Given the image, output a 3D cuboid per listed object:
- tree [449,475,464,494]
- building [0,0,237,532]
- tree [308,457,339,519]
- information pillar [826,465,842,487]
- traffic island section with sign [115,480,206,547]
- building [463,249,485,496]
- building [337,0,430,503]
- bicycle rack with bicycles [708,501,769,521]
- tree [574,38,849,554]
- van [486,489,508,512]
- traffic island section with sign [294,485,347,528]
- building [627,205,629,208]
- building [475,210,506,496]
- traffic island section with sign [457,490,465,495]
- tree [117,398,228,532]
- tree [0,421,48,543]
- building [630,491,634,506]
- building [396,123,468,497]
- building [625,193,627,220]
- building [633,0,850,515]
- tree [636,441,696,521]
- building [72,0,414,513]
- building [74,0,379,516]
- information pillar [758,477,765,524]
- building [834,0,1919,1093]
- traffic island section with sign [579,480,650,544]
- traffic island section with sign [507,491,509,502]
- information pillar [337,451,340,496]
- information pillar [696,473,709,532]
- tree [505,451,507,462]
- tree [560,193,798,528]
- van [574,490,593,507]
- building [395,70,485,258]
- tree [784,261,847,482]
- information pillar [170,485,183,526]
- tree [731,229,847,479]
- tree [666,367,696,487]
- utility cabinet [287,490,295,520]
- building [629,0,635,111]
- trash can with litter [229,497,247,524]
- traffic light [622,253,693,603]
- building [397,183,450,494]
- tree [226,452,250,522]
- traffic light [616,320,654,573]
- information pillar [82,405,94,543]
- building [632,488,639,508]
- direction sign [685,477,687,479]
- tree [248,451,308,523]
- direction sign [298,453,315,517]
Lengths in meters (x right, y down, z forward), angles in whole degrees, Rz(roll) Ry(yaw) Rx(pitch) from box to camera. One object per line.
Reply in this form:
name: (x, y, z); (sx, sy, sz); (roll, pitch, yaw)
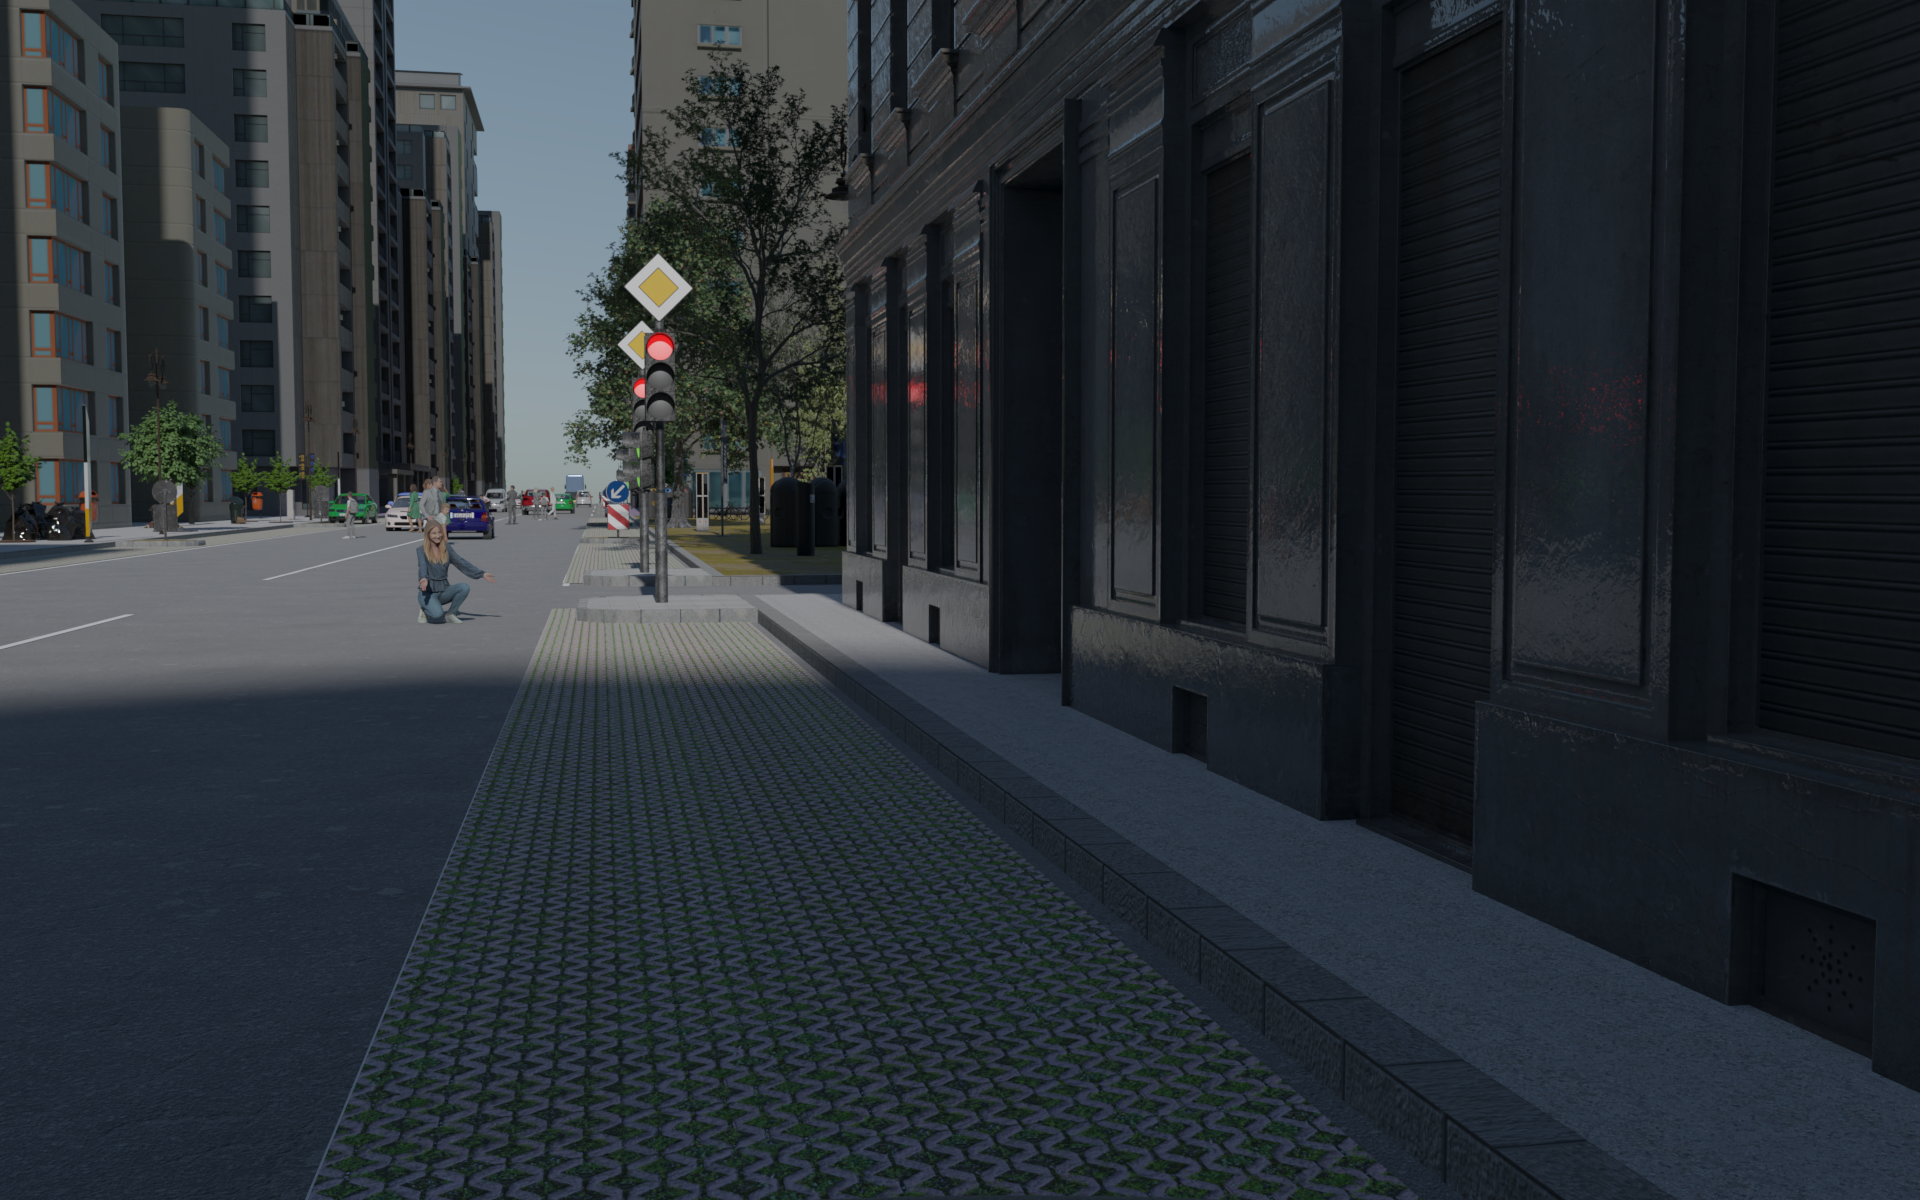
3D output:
tree: (-50.702, -11.004, 174.509); (1.663, 3.219, 1.824); (0, 3, 0)
building: (-46.999, -13.747, 69.795); (27.650, 21.520, 28.899); (-1, 4, -12)
tree: (-33.712, -5.892, 90.932); (1.663, 3.219, 1.824); (0, 3, 0)
information pillar: (-3.236, -2.451, 44.572); (0.304, 2.012, 0.304); (3, 5, 39)
traffic island section with sign: (-21.903, -2.382, 47.573); (1.989, 1.847, 2.006); (-1, 4, -12)
building: (-63.034, -26.237, 200.682); (14.160, 30.474, 14.107); (-1, 4, -12)
building: (-55.451, -43.098, 142.902); (20.563, 71.187, 20.611); (-1, 4, -12)
bicycle rack with bicycles: (-11.159, -4.363, 84.721); (2.925, 0.926, 2.852); (1, 4, 21)
tree: (-4.641, -6.250, 36.594); (7.601, 10.594, 8.767); (-3, 5, -40)
van: (-36.716, -7.944, 136.891); (2.013, 2.044, 4.112); (-1, 4, -11)
traffic island section with sign: (-27.529, -4.035, 74.598); (1.989, 1.847, 2.006); (-1, 4, -12)
building: (-35.539, -38.268, 245.288); (23.786, 49.044, 30.456); (-1, 4, -12)
building: (-71.321, -34.149, 241.922); (14.154, 41.232, 14.086); (-1, 4, -12)
traffic island section with sign: (-43.222, -8.656, 150.148); (1.989, 1.847, 2.006); (-1, 4, -12)
tree: (-26.782, -4.613, 59.138); (4.285, 4.588, 4.351); (0, 3, 0)
tree: (-25.253, -3.135, 45.858); (1.663, 3.219, 1.824); (0, 3, 0)
building: (-30.044, -25.839, 194.173); (14.160, 30.474, 14.107); (-1, 4, -12)
building: (-60.881, -30.703, 185.583); (14.154, 41.232, 14.086); (-1, 4, -12)
building: (-30.169, -34.316, 215.696); (22.147, 44.769, 28.867); (-1, 4, -12)
building: (-10.506, -30.044, 114.926); (21.300, 48.544, 21.600); (-1, 4, -12)
tree: (-14.261, -6.016, 82.076); (4.285, 4.588, 4.351); (0, 3, 0)
building: (-55.880, -26.247, 121.024); (32.217, 40.220, 23.993); (-1, 4, -12)
building: (-43.420, -20.331, 104.112); (14.160, 30.474, 14.107); (-1, 4, -12)
information pillar: (-8.664, -4.330, 75.282); (0.304, 2.012, 0.304); (-2, 4, -30)
building: (5.027, -9.947, 11.781); (9.793, 20.994, 18.267); (-1, 4, -12)
traffic island section with sign: (-10.120, -2.571, 50.664); (1.989, 1.847, 2.006); (-1, 4, -12)
traffic island section with sign: (-59.964, -13.580, 230.655); (1.989, 1.847, 2.006); (-1, 4, -12)
information pillar: (-33.925, -6.317, 94.632); (0.183, 3.616, 0.504); (-1, 4, -17)
information pillar: (-8.821, -3.352, 59.290); (0.304, 2.012, 0.304); (2, 4, 31)
tree: (-68.342, -18.568, 253.952); (4.360, 8.622, 3.978); (0, 3, 0)
tree: (-10.586, -9.083, 65.510); (9.611, 12.733, 9.660); (0, 3, 0)
van: (-40.949, -11.096, 188.425); (2.013, 2.044, 4.112); (-1, 4, -13)
building: (-75.275, -38.503, 218.758); (28.713, 52.752, 27.495); (-1, 4, -12)
tree: (-3.316, -6.292, 53.242); (4.737, 8.622, 4.395); (0, 3, 0)
information pillar: (-31.315, -4.757, 69.135); (0.183, 3.616, 0.504); (3, 5, 42)
tree: (-4.589, -5.970, 47.977); (4.360, 8.622, 3.978); (0, 3, 0)
tree: (-15.863, -8.752, 93.465); (4.360, 8.622, 3.978); (0, 3, 0)
utility cabinet: (-33.378, -4.756, 86.437); (0.318, 1.500, 1.173); (-1, 4, -17)
building: (-15.200, -29.697, 140.175); (22.147, 44.769, 28.867); (-1, 4, -12)
trash can with litter: (-30.933, -3.851, 74.348); (0.624, 1.170, 1.055); (-3, 5, -44)
traffic light: (-3.545, -1.923, 20.368); (0.839, 4.253, 0.868); (-1, 4, -12)
building: (-55.794, -23.857, 161.769); (14.160, 30.474, 14.107); (-1, 4, -12)
tree: (-33.130, -5.226, 80.044); (1.663, 3.219, 1.824); (0, 3, 0)
traffic light: (-5.170, -2.402, 28.187); (0.839, 4.253, 0.868); (-1, 4, -12)
information pillar: (-23.088, -3.331, 45.824); (0.183, 3.616, 0.504); (-1, 4, -18)
building: (-15.462, -29.112, 167.854); (32.217, 40.220, 23.993); (-1, 4, -12)
direction sign: (-14.170, -5.815, 87.071); (0.876, 3.537, 0.379); (-2, 4, -24)
tree: (-30.451, -5.062, 77.371); (1.663, 3.219, 1.824); (0, 3, 0)
direction sign: (-35.990, -6.328, 95.465); (0.876, 3.537, 0.379); (0, 4, 0)
